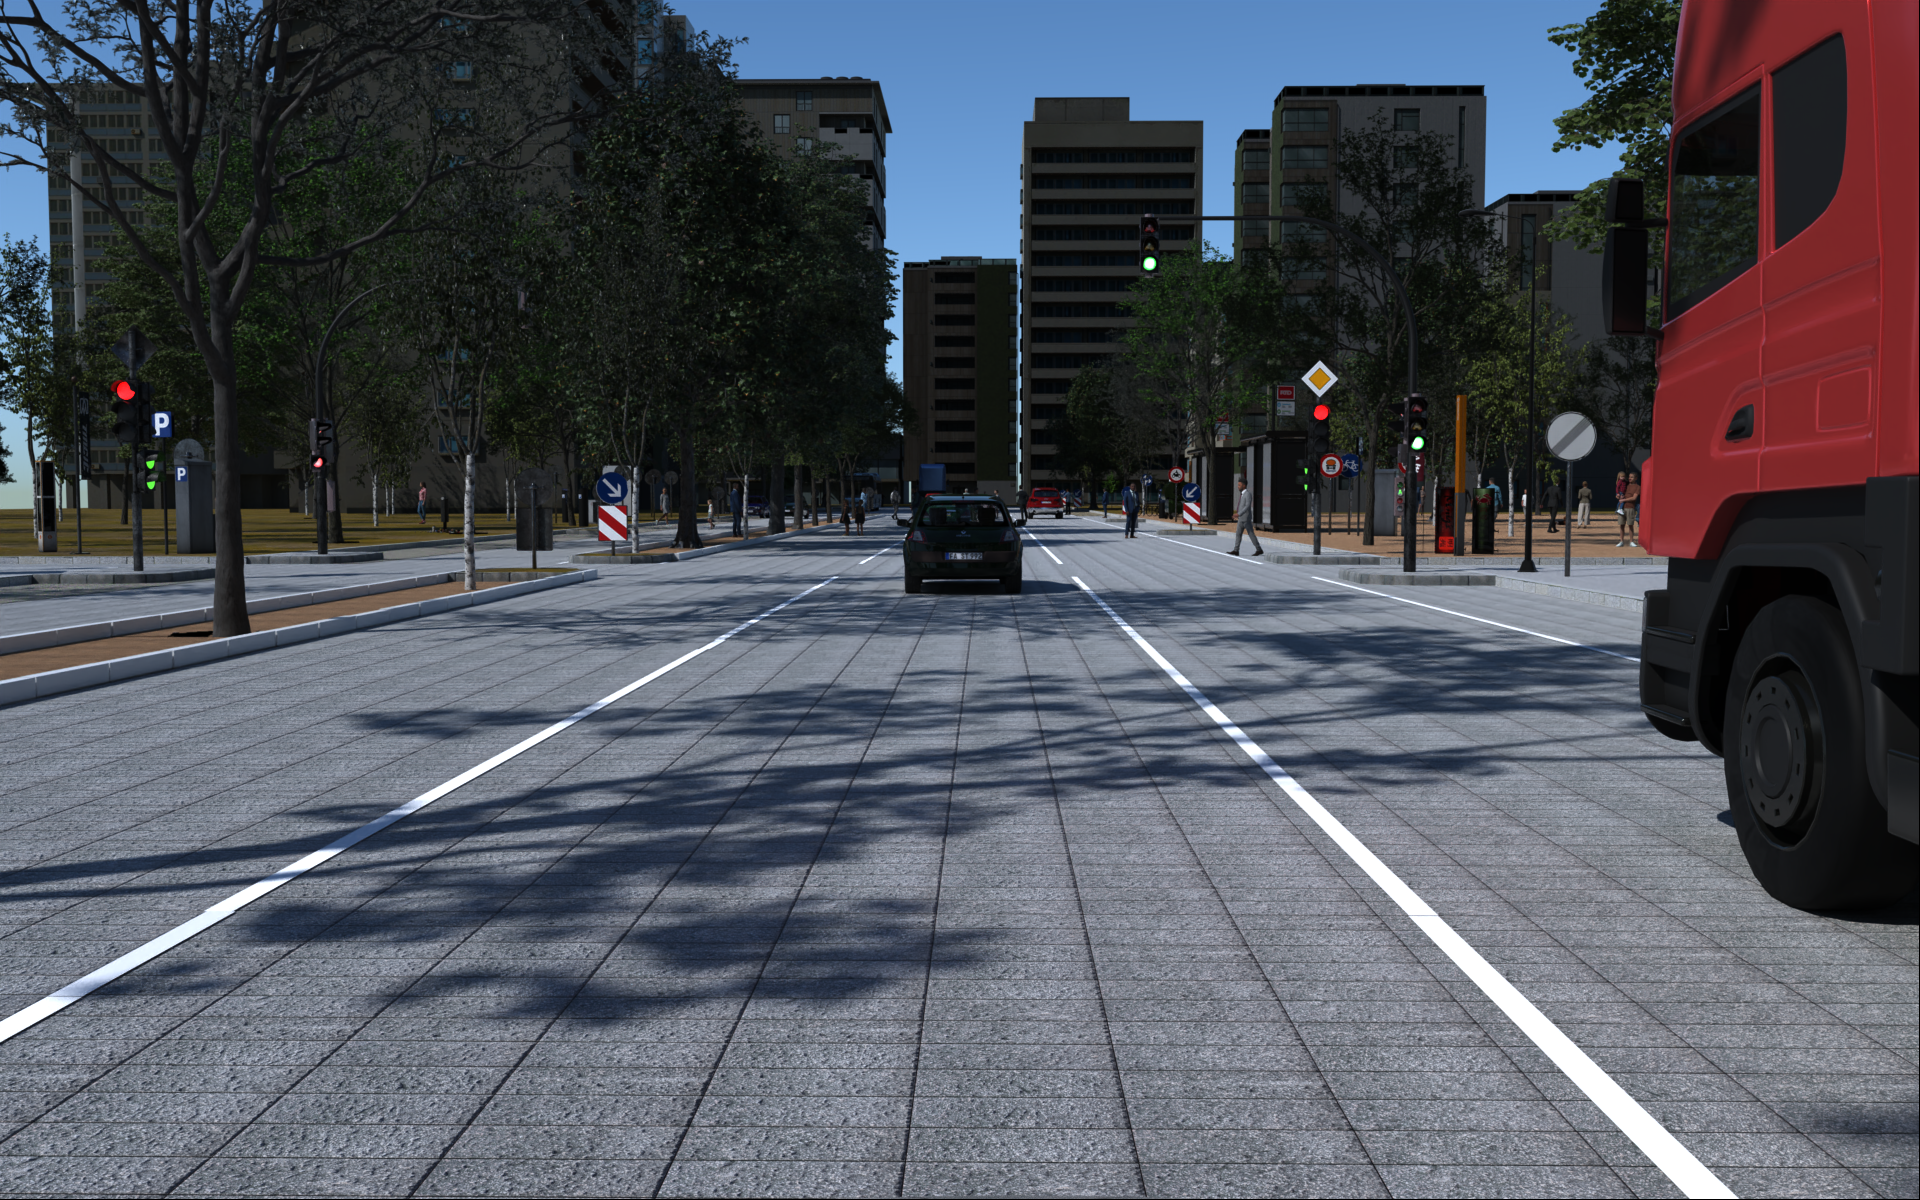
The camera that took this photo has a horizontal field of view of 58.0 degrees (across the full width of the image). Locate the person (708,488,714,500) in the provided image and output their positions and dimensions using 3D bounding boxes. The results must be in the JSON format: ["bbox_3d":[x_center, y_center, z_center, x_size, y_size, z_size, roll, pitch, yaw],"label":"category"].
[{"bbox_3d":[-23.096,-9.435,160.319,0.705,1.823,1.348,1,4,9],"label":"person"}]

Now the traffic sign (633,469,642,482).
[{"bbox_3d":[-16.458,-5.353,87.629,0.768,2.556,0.104,0,4,5],"label":"traffic sign"}]

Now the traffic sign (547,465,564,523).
[{"bbox_3d":[-17.673,-4.624,75.711,0.768,2.556,0.104,1,4,9],"label":"traffic sign"}]

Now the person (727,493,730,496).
[{"bbox_3d":[-18.309,-7.809,134.543,1.217,1.723,0.721,-1,4,-9],"label":"person"}]

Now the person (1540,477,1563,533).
[{"bbox_3d":[19.584,-3.131,57.018,0.755,1.850,0.659,-2,4,-32],"label":"person"}]

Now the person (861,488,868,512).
[{"bbox_3d":[-5.559,-5.549,99.484,0.793,1.790,0.793,3,4,38],"label":"person"}]

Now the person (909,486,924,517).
[{"bbox_3d":[-1.815,-3.821,71.320,0.721,1.781,0.623,-1,4,-21],"label":"person"}]

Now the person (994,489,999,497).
[{"bbox_3d":[2.105,-5.528,99.879,0.522,1.701,0.512,0,4,-6],"label":"person"}]

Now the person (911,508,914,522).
[{"bbox_3d":[-2.140,-4.311,81.579,0.503,1.515,0.523,-3,5,-44],"label":"person"}]

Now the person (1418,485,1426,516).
[{"bbox_3d":[26.809,-5.753,100.444,0.599,1.781,0.374,-1,4,-15],"label":"person"}]

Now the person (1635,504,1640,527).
[{"bbox_3d":[26.386,-3.402,67.158,1.012,1.151,0.738,3,5,40],"label":"person"}]

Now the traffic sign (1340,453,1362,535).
[{"bbox_3d":[12.248,-3.324,54.460,0.768,2.556,0.104,0,4,5],"label":"traffic sign"}]

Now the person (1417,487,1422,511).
[{"bbox_3d":[16.372,-3.453,62.520,0.581,1.822,0.654,2,4,23],"label":"person"}]

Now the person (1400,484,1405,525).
[{"bbox_3d":[18.588,-4.045,72.357,0.473,1.802,0.592,0,4,-5],"label":"person"}]

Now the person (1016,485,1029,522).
[{"bbox_3d":[3.211,-4.994,89.511,0.648,1.900,0.474,-1,4,-23],"label":"person"}]

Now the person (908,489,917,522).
[{"bbox_3d":[-1.976,-4.003,74.707,0.760,1.731,0.466,0,4,-4],"label":"person"}]

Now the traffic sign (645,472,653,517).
[{"bbox_3d":[-17.144,-5.880,96.246,0.768,2.556,0.104,0,4,2],"label":"traffic sign"}]

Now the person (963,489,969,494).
[{"bbox_3d":[0.473,-6.102,108.746,0.782,1.767,0.515,-2,4,-23],"label":"person"}]

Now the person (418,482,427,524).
[{"bbox_3d":[-23.151,-4.189,74.539,0.555,1.821,0.388,3,4,38],"label":"person"}]

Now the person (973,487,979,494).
[{"bbox_3d":[0.716,-4.097,76.229,0.466,1.731,0.760,0,4,-1],"label":"person"}]

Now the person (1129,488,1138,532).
[{"bbox_3d":[6.594,-3.466,65.717,0.362,1.759,0.519,-3,5,-41],"label":"person"}]

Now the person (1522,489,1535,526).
[{"bbox_3d":[22.965,-3.753,69.995,0.503,1.515,0.523,1,4,10],"label":"person"}]

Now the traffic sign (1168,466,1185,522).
[{"bbox_3d":[9.937,-4.861,79.576,0.768,2.556,0.104,0,4,2],"label":"traffic sign"}]

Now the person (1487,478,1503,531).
[{"bbox_3d":[18.047,-3.237,58.832,0.748,1.841,0.638,-3,5,-40],"label":"person"}]

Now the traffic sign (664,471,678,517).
[{"bbox_3d":[-15.885,-5.817,95.213,0.768,2.556,0.104,0,4,5],"label":"traffic sign"}]

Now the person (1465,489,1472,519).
[{"bbox_3d":[26.003,-5.111,89.391,0.659,1.850,0.755,2,4,29],"label":"person"}]

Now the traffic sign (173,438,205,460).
[{"bbox_3d":[-17.633,-2.416,39.602,0.768,2.556,0.104,0,4,8],"label":"traffic sign"}]

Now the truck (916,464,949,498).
[{"bbox_3d":[-2.434,-9.722,148.714,2.967,4.110,18.799,0,4,0],"label":"truck"}]

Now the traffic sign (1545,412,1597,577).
[{"bbox_3d":[9.445,-1.636,26.859,0.768,2.556,0.104,0,4,5],"label":"traffic sign"}]

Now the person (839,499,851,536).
[{"bbox_3d":[-3.937,-2.821,59.297,0.373,1.253,0.362,1,4,17],"label":"person"}]

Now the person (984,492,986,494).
[{"bbox_3d":[2.592,-10.659,183.714,0.756,1.711,0.436,1,4,22],"label":"person"}]

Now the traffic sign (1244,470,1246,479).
[{"bbox_3d":[13.453,-4.874,79.800,0.768,2.556,0.104,0,4,2],"label":"traffic sign"}]

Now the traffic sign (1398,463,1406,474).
[{"bbox_3d":[12.567,-2.947,48.295,0.768,2.556,0.104,0,4,2],"label":"traffic sign"}]

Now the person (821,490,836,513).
[{"bbox_3d":[-10.095,-7.565,132.706,1.217,1.766,0.721,2,4,24],"label":"person"}]

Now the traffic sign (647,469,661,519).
[{"bbox_3d":[-15.482,-5.352,87.605,0.768,2.556,0.104,1,4,8],"label":"traffic sign"}]

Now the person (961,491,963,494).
[{"bbox_3d":[0.275,-10.465,180.320,1.217,1.743,0.721,-1,4,-14],"label":"person"}]

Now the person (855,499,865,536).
[{"bbox_3d":[-3.429,-2.826,59.374,0.362,1.253,0.373,1,4,16],"label":"person"}]

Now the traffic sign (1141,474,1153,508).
[{"bbox_3d":[11.777,-6.681,109.338,0.768,2.556,0.104,1,4,11],"label":"traffic sign"}]

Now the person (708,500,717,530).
[{"bbox_3d":[-10.010,-3.454,69.992,0.382,1.210,0.505,-1,4,-14],"label":"person"}]

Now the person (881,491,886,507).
[{"bbox_3d":[-8.400,-10.985,188.935,0.721,1.723,1.217,2,4,29],"label":"person"}]

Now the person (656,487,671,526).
[{"bbox_3d":[-13.034,-4.095,76.205,0.760,1.731,0.466,0,3,0],"label":"person"}]

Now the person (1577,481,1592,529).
[{"bbox_3d":[23.145,-3.522,64.183,0.519,1.759,0.362,1,4,12],"label":"person"}]

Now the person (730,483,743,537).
[{"bbox_3d":[-7.351,-2.954,56.979,0.419,1.800,0.721,-2,4,-30],"label":"person"}]

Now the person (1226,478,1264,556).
[{"bbox_3d":[6.612,-1.915,40.088,0.850,1.792,0.678,0,4,-5],"label":"person"}]

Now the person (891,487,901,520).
[{"bbox_3d":[-3.591,-5.403,96.946,0.679,1.850,0.850,2,4,31],"label":"person"}]

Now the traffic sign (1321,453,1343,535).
[{"bbox_3d":[11.607,-3.313,54.268,0.768,2.556,0.104,0,4,5],"label":"traffic sign"}]

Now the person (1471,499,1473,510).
[{"bbox_3d":[27.392,-4.982,92.168,0.362,1.253,0.373,2,4,28],"label":"person"}]

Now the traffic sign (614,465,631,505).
[{"bbox_3d":[-14.667,-4.598,75.275,0.768,2.556,0.104,0,4,5],"label":"traffic sign"}]

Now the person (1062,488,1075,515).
[{"bbox_3d":[7.395,-6.748,118.812,1.348,1.826,0.705,-2,4,-35],"label":"person"}]

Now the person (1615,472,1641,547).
[{"bbox_3d":[16.186,-2.208,42.112,0.580,1.828,0.573,-1,4,-9],"label":"person"}]

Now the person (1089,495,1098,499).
[{"bbox_3d":[14.837,-11.215,191.993,0.705,1.807,1.348,-3,4,-37],"label":"person"}]

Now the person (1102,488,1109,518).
[{"bbox_3d":[8.722,-5.821,103.861,0.419,1.800,0.721,1,4,17],"label":"person"}]

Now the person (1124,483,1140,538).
[{"bbox_3d":[5.558,-2.907,56.218,0.721,1.800,0.419,-2,4,-35],"label":"person"}]
